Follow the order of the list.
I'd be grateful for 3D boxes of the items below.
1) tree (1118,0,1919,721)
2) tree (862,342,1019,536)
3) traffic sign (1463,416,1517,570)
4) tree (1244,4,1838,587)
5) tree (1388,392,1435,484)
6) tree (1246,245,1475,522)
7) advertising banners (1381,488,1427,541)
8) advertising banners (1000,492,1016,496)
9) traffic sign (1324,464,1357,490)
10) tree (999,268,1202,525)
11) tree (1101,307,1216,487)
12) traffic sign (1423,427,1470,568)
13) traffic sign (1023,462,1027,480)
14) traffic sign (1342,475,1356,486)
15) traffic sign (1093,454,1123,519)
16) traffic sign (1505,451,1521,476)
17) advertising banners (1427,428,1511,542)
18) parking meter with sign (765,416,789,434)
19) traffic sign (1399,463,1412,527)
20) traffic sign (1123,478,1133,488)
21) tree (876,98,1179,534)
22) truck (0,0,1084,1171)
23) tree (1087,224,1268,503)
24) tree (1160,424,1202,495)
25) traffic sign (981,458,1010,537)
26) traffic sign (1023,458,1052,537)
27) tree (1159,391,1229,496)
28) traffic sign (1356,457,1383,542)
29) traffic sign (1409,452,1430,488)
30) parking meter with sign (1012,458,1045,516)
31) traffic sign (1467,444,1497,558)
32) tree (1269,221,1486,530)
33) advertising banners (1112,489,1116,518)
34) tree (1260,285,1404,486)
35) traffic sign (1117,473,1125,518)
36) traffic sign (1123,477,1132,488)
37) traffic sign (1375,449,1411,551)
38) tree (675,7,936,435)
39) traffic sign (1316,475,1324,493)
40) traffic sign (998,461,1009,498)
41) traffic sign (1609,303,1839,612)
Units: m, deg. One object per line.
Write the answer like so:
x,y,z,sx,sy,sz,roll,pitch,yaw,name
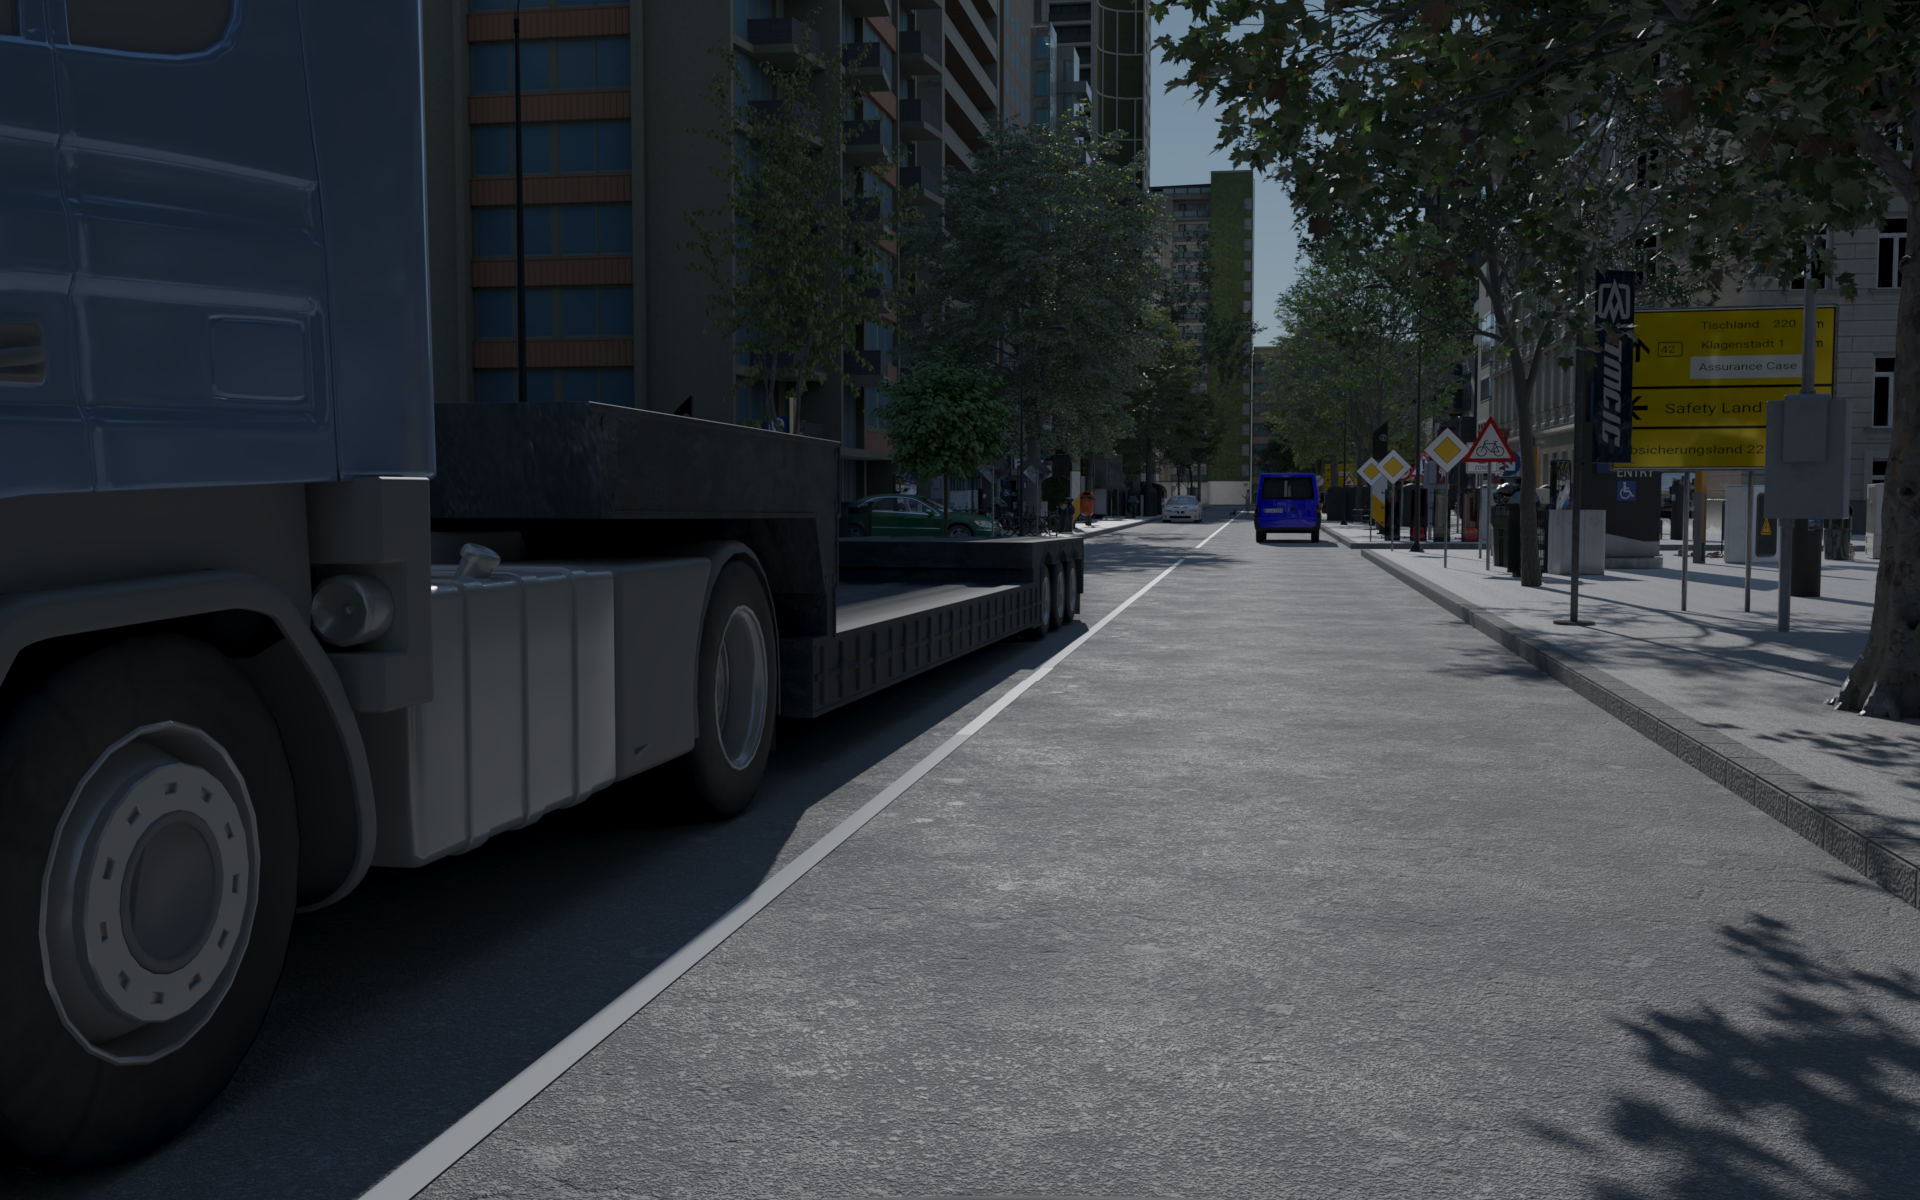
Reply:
5.610,-5.668,9.677,9.611,12.733,9.660,0,3,0,tree
-0.408,-3.291,37.520,4.285,4.588,4.351,0,3,0,tree
8.878,-1.777,29.062,0.884,2.594,0.081,1,4,10,traffic sign
8.037,-5.486,24.114,8.767,10.594,7.601,1,4,11,tree
29.761,-10.012,114.061,4.737,8.622,4.395,0,3,0,tree
18.477,-10.345,79.509,12.009,13.543,11.850,0,3,0,tree
12.483,-3.119,47.188,2.074,3.025,0.090,3,4,38,advertising banners
3.052,-7.663,121.471,2.074,3.025,0.090,0,4,-5,advertising banners
25.601,-7.488,116.307,2.265,3.308,0.079,1,4,19,traffic sign
5.207,-8.345,70.859,8.767,10.594,7.601,1,4,11,tree
11.570,-11.405,104.599,7.486,12.596,7.792,0,3,0,tree
8.423,-1.762,29.998,0.795,2.450,0.064,1,4,10,traffic sign
2.539,-3.870,63.388,0.768,2.556,0.104,1,4,18,traffic sign
25.402,-6.919,113.125,0.884,2.594,0.081,1,4,14,traffic sign
7.126,-5.751,87.908,2.265,3.308,0.079,1,4,15,traffic sign
15.808,-3.056,50.071,0.768,2.556,0.104,1,4,15,traffic sign
13.607,-3.059,46.195,2.074,3.025,0.090,0,4,3,advertising banners
-4.423,-2.561,38.132,0.543,3.016,1.738,1,4,23,parking meter with sign
17.283,-4.135,67.711,0.768,2.556,0.104,1,4,14,traffic sign
10.939,-6.766,112.753,0.606,2.300,0.079,1,4,11,traffic sign
2.272,-9.139,56.080,9.857,13.997,8.962,0,3,0,tree
-1.547,-1.286,10.781,2.967,4.110,18.799,1,4,11,truck
14.843,-16.229,121.230,12.611,20.169,13.585,0,3,0,tree
20.109,-12.467,154.196,4.360,8.622,3.978,0,3,0,tree
0.770,-2.243,40.312,0.795,2.450,0.064,1,4,10,traffic sign
2.152,-2.724,48.177,0.795,2.450,0.064,1,4,10,traffic sign
21.548,-14.444,161.912,9.928,11.665,9.643,0,3,0,tree
11.057,-2.627,46.597,0.795,2.450,0.064,1,4,10,traffic sign
14.170,-3.240,52.981,0.884,2.594,0.081,1,4,17,traffic sign
3.513,-5.653,88.693,1.738,3.016,0.543,-3,4,-37,parking meter with sign
10.358,-1.975,34.420,0.606,2.300,0.079,1,4,11,traffic sign
14.916,-8.305,61.546,9.928,11.665,9.643,0,3,0,tree
8.518,-6.063,95.320,0.090,3.025,2.074,1,4,10,advertising banners
19.338,-10.598,91.404,7.486,12.596,7.792,0,3,0,tree
8.564,-5.731,93.810,0.768,2.556,0.104,1,4,14,traffic sign
10.672,-6.737,111.340,0.795,2.450,0.064,1,4,13,traffic sign
9.675,-2.146,38.732,0.795,2.450,0.064,1,4,10,traffic sign
-2.602,-4.704,27.271,4.737,8.622,4.395,0,3,0,tree
24.154,-7.140,116.838,0.768,2.556,0.104,1,4,13,traffic sign
1.421,-3.894,63.779,0.768,2.556,0.104,1,4,16,traffic sign
8.270,-1.528,18.854,2.265,3.308,0.079,1,4,15,traffic sign
